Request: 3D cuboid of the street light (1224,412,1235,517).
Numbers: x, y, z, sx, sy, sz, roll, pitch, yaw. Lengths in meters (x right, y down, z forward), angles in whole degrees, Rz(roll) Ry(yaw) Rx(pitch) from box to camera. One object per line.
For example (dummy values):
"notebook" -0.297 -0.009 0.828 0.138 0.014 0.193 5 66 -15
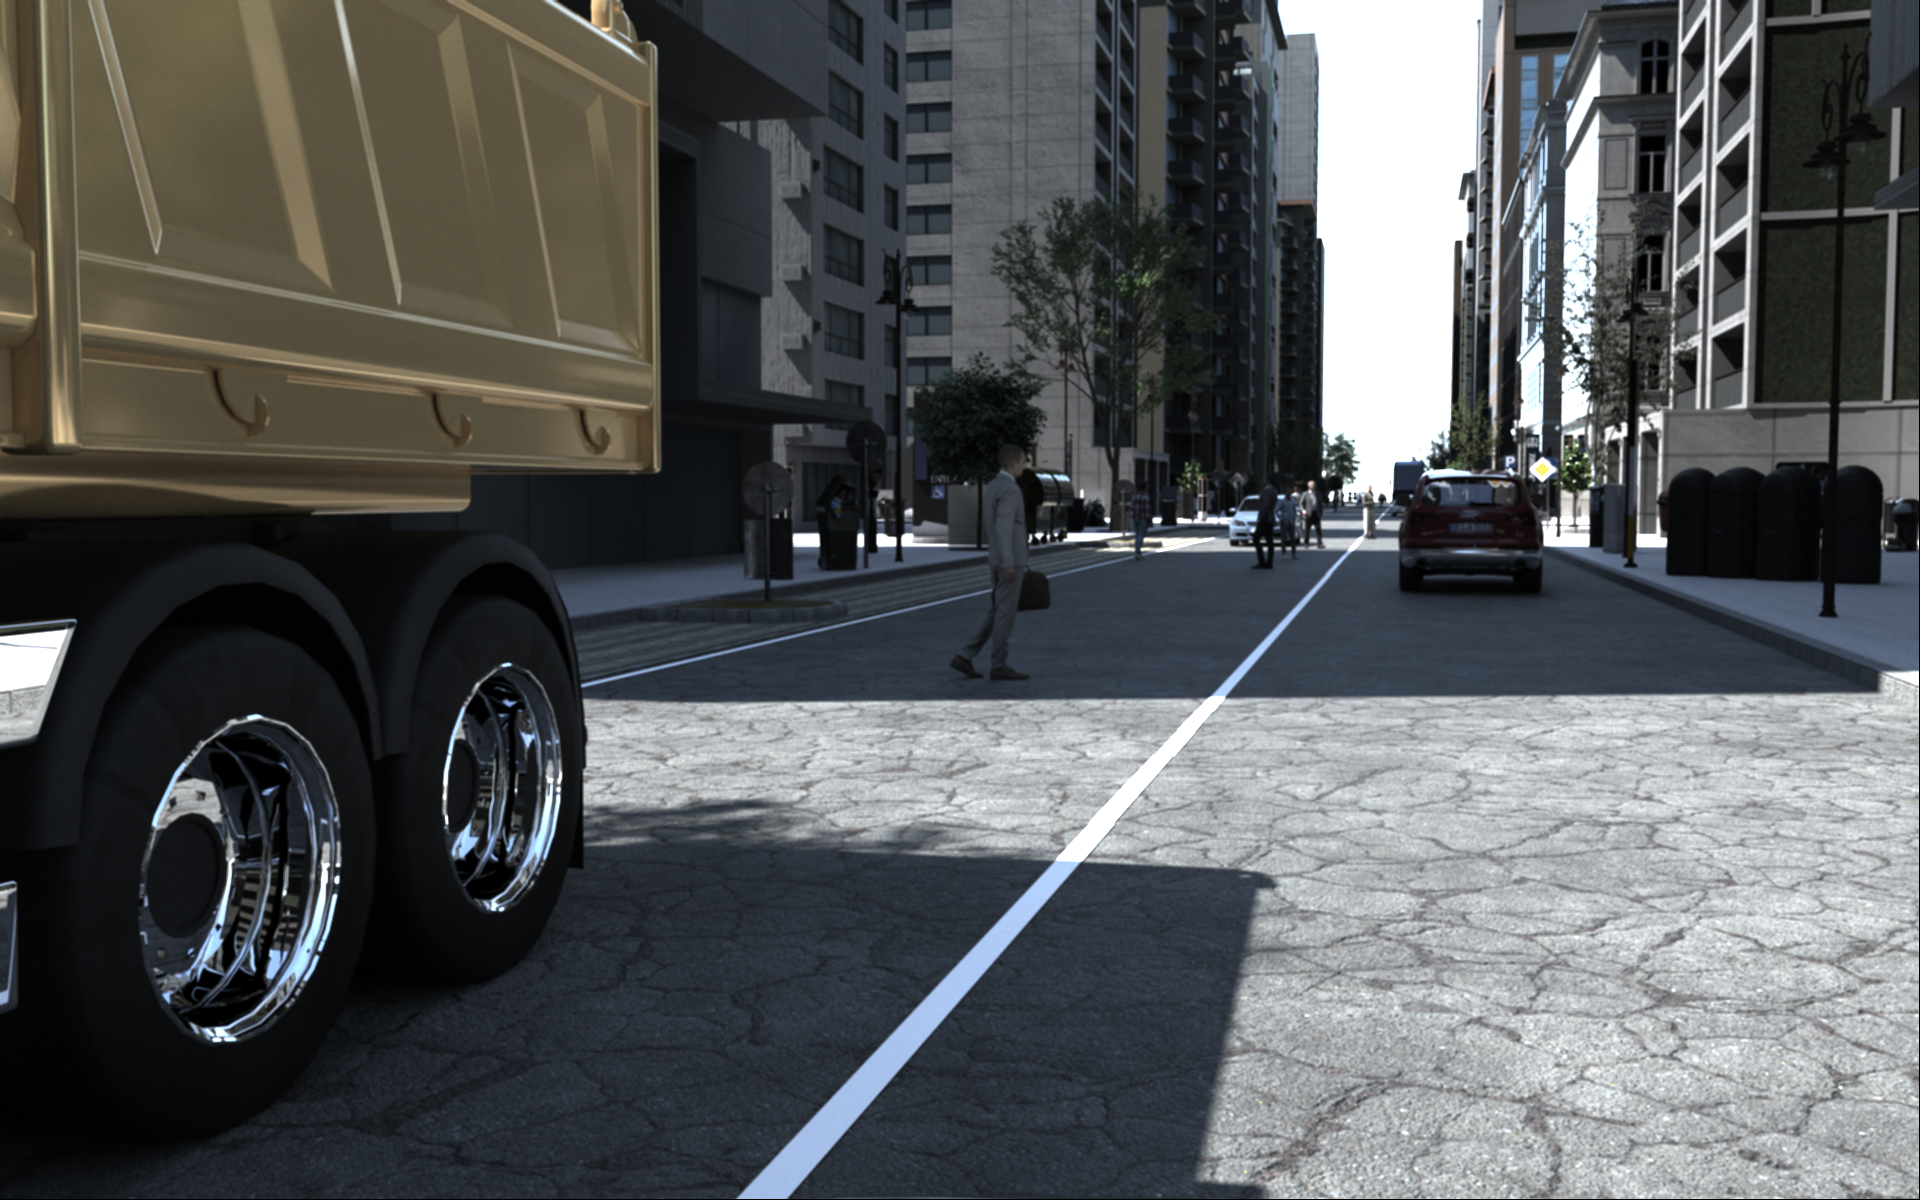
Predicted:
"street light" 14.914 -7.528 95.871 0.468 5.910 1.993 1 4 14

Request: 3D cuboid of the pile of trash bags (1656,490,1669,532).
"pile of trash bags" 16.895 -1.755 38.454 3.447 1.369 1.912 -1 4 -22

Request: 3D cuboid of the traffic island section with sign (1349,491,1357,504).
"traffic island section with sign" 57.392 -15.036 254.459 1.989 1.847 2.006 1 4 14

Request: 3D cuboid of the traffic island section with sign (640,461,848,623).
"traffic island section with sign" -2.389 -0.698 20.044 1.989 1.847 2.006 1 4 14

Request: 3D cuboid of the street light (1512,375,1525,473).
"street light" 21.714 -5.792 67.489 0.468 5.910 1.993 1 4 14

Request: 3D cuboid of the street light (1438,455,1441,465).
"street light" 52.935 -13.278 189.879 0.468 5.910 1.993 1 4 14

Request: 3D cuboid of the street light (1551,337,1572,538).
"street light" 17.687 -4.785 51.026 0.468 5.910 1.993 1 4 14

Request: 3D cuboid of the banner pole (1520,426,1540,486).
"banner pole" 20.801 -4.494 63.491 0.863 3.779 0.401 1 4 23

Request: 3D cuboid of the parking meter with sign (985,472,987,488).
"parking meter with sign" 1.825 -4.443 68.902 1.738 3.016 0.543 -1 4 -18

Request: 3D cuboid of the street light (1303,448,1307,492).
"street light" 33.795 -12.053 169.856 0.468 5.910 1.993 1 4 14

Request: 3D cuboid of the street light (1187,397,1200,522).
"street light" 10.659 -6.505 79.149 0.468 5.910 1.993 1 4 14

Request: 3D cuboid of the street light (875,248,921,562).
"street light" -1.162 -3.670 32.796 0.468 5.910 1.993 1 4 14

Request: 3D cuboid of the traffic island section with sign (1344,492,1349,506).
"traffic island section with sign" 43.916 -11.805 201.632 1.989 1.847 2.006 1 4 14

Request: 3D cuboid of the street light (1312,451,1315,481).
"street light" 37.965 -13.049 186.136 0.468 5.910 1.993 1 4 14

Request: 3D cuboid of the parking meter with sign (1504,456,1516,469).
"parking meter with sign" 24.874 -5.001 78.026 0.543 3.016 1.738 1 4 10

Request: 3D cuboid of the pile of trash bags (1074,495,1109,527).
"pile of trash bags" 4.644 -3.618 68.906 1.912 1.369 3.447 -1 4 -10

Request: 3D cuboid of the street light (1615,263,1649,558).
"street light" 13.462 -3.794 34.816 0.468 5.910 1.993 1 4 14

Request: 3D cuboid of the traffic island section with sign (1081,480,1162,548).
"traffic island section with sign" 4.408 -2.327 46.672 1.989 1.847 2.006 1 4 14

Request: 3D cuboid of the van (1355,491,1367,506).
"van" 49.215 -12.499 211.365 2.013 2.044 4.112 1 4 13

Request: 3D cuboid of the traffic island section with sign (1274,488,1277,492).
"traffic island section with sign" 18.106 -5.613 100.406 1.989 1.847 2.006 1 4 14

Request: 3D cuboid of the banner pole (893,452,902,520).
"banner pole" -3.110 -5.937 87.094 0.863 3.779 0.401 -1 4 -19

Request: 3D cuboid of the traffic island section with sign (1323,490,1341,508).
"traffic island section with sign" 37.170 -10.185 175.148 1.989 1.847 2.006 1 4 14

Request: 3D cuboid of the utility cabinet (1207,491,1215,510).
"utility cabinet" 17.097 -6.683 117.946 1.173 1.500 0.318 -1 4 -9

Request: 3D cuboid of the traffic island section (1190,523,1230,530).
"traffic island section" 10.551 -2.969 70.818 2.009 0.180 2.903 1 4 14

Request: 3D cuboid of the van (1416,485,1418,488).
"van" 18.234 -3.653 66.741 2.013 2.044 4.112 1 4 14

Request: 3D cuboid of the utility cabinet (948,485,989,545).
"utility cabinet" 0.306 -2.087 42.794 1.173 1.500 0.318 0 4 7

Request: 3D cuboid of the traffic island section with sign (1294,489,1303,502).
"traffic island section with sign" 24.859 -7.232 126.874 1.989 1.847 2.006 1 4 14

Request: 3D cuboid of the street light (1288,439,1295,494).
"street light" 27.736 -10.591 145.954 0.468 5.910 1.993 1 4 14

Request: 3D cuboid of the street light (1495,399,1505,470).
"street light" 25.597 -6.697 82.278 0.468 5.910 1.993 1 4 14

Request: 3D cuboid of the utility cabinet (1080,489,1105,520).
"utility cabinet" 6.410 -4.595 83.808 1.173 1.500 0.318 -2 4 -24

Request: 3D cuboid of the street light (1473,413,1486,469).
"street light" 29.693 -7.707 98.804 0.468 5.910 1.993 1 4 14

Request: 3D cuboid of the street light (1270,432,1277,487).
"street light" 23.428 -9.571 129.281 0.468 5.910 1.993 1 4 14

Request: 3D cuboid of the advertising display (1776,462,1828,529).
"advertising display" 16.937 -1.814 34.870 0.974 1.923 0.123 2 4 26

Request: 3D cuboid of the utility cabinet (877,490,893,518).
"utility cabinet" -4.047 -5.029 90.902 1.173 1.500 0.318 -2 4 -25

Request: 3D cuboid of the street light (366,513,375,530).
"street light" -5.500 -2.645 16.040 0.468 5.910 1.993 1 4 14

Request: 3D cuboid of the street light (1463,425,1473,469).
"street light" 33.975 -8.726 115.453 0.468 5.910 1.993 1 4 14

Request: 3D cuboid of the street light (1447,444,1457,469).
"street light" 44.650 -11.269 157.028 0.468 5.910 1.993 1 4 14

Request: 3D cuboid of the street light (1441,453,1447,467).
"street light" 48.669 -12.259 173.229 0.468 5.910 1.993 1 4 14

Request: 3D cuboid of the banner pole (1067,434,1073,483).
"banner pole" 4.563 -5.028 72.217 0.401 3.779 0.863 -1 4 -11

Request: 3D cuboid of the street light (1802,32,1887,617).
"street light" 9.088 -2.762 17.948 0.468 5.910 1.993 1 4 14

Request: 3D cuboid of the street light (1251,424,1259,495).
"street light" 19.040 -8.517 112.044 0.468 5.910 1.993 1 4 14

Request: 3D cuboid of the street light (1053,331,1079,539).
"street light" 3.012 -4.681 49.330 0.468 5.910 1.993 1 4 14

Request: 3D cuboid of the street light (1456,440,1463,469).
"street light" 38.201 -9.718 131.675 0.468 5.910 1.993 1 4 14

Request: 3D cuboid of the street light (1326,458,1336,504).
"street light" 50.161 -15.982 234.098 0.468 5.910 1.993 1 4 14

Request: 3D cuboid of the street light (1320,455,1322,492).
"street light" 42.210 -14.050 202.501 0.468 5.910 1.993 1 4 14

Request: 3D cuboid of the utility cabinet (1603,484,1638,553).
"utility cabinet" 14.442 -1.783 37.831 0.318 1.500 1.173 3 5 42

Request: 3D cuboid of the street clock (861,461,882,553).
"street clock" -1.923 -2.022 37.629 0.358 2.002 0.471 2 4 33

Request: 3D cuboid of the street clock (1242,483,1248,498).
"street clock" 18.493 -6.591 112.330 0.358 2.002 0.471 3 4 37

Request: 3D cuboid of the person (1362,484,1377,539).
"person" 13.105 -2.832 55.348 0.519 1.759 0.362 -3 4 -36

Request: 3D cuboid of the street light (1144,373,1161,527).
"street light" 7.367 -5.728 66.444 0.468 5.910 1.993 1 4 14
